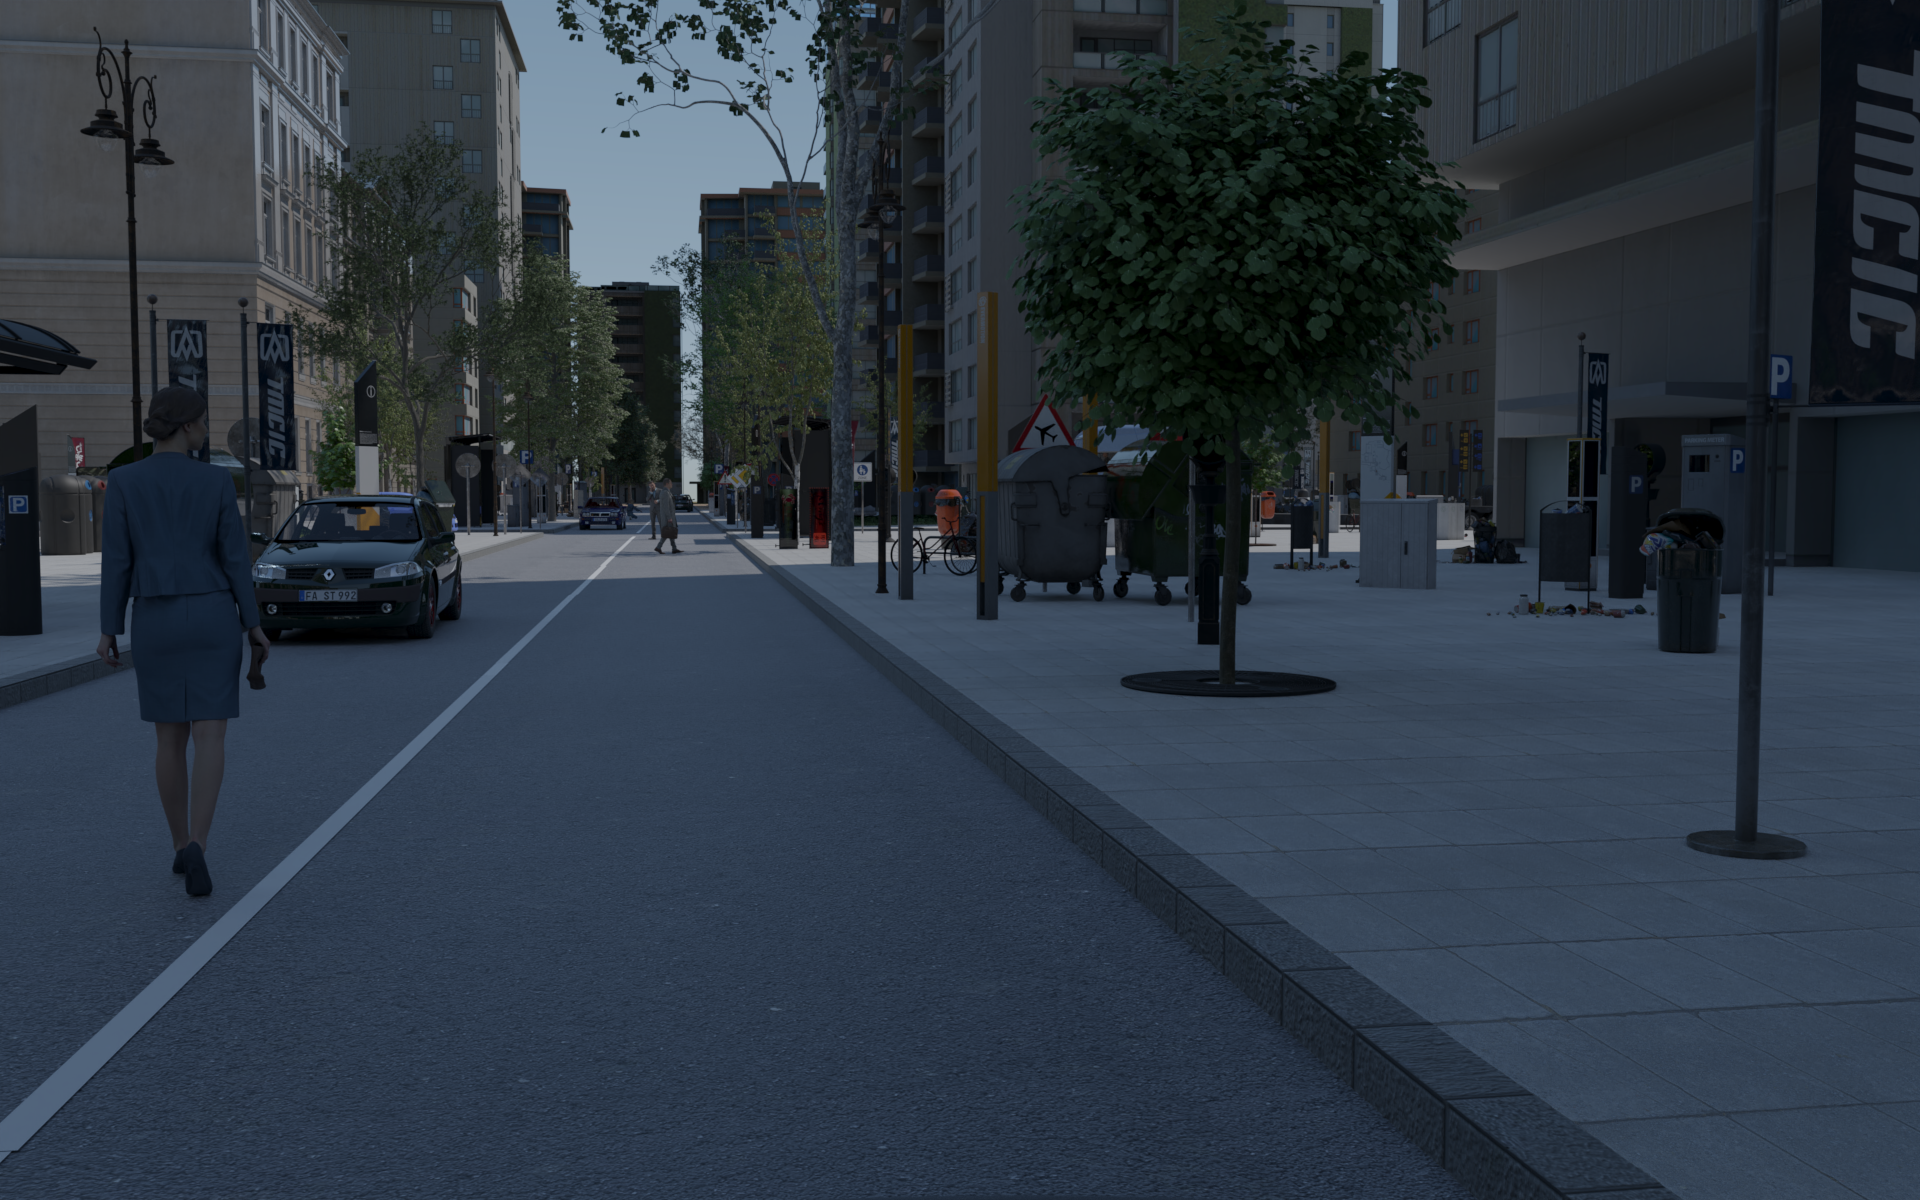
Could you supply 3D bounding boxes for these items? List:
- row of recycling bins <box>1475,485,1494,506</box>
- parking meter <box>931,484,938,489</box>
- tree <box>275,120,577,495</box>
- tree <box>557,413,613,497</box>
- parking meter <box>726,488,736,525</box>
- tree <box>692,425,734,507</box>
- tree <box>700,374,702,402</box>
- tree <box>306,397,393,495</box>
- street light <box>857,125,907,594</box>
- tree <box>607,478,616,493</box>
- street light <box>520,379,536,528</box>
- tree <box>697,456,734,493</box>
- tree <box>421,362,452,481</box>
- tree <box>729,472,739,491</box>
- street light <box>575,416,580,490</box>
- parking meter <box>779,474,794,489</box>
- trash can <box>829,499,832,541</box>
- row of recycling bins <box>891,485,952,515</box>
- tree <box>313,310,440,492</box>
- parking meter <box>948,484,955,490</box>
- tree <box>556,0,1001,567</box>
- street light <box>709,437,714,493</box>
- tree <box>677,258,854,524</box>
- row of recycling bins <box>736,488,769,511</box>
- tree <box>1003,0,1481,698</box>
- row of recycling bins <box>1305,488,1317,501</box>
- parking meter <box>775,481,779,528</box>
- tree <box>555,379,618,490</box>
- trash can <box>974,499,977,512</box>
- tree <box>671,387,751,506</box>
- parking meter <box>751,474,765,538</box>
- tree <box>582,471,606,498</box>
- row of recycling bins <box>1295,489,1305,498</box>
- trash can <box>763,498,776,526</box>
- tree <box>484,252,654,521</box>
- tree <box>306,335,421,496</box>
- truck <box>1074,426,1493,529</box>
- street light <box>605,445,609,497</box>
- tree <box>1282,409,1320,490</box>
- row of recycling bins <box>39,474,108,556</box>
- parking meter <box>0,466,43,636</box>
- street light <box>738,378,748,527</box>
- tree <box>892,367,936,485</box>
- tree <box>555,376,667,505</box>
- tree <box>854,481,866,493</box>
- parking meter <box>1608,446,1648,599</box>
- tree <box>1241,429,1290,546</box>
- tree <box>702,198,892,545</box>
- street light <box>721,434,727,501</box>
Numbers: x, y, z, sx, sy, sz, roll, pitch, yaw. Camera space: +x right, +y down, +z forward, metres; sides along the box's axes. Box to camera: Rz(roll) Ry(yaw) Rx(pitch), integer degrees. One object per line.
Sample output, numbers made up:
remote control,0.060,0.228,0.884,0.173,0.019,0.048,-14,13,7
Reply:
row of recycling bins,23.970,-4.315,77.657,1.069,1.692,3.534,0,4,-2
parking meter,-1.438,-5.608,97.401,0.255,1.863,0.399,-2,4,-32
tree,-13.099,-6.613,42.541,8.767,10.594,7.601,1,4,16
tree,-25.904,-10.402,120.438,4.737,8.622,4.395,0,3,0
parking meter,-9.587,-3.921,72.515,0.372,1.533,0.369,0,3,0
tree,-25.388,-13.797,175.948,4.360,8.622,3.978,0,3,0
tree,-11.123,-8.360,87.054,4.737,8.622,4.395,0,3,0
tree,-12.391,-2.442,34.535,1.663,3.219,1.824,0,3,0
street light,-1.008,-3.025,22.243,0.468,5.910,1.993,-1,4,-9
tree,-36.065,-11.369,180.485,1.663,3.219,1.824,0,3,0
street light,-16.048,-5.609,64.496,0.468,5.910,1.993,-1,4,-9
tree,-20.751,-10.114,149.076,4.285,4.588,4.351,0,3,0
tree,-28.566,-8.578,90.610,4.360,8.622,3.978,0,3,0
tree,-17.740,-8.428,132.394,1.663,3.219,1.824,0,3,0
street light,-21.855,-7.737,99.285,0.468,5.910,1.993,-1,4,-9
parking meter,-4.879,-2.671,49.374,0.399,1.863,0.255,-1,4,-13
trash can,-3.716,-2.197,47.582,0.748,1.137,0.748,0,3,0
row of recycling bins,-1.885,-4.485,80.440,3.534,1.692,1.069,-3,4,-36
tree,-21.843,-6.989,64.634,4.737,8.622,4.395,0,3,0
parking meter,-0.536,-5.903,102.218,0.255,1.863,0.399,-3,5,-44
tree,-1.461,-10.745,31.570,12.611,20.169,13.585,0,3,0
street light,-19.857,-10.131,138.421,0.468,5.910,1.993,-1,4,-9
tree,-8.464,-9.169,75.668,9.928,11.665,9.643,0,3,0
row of recycling bins,-14.645,-7.069,122.697,1.069,1.692,3.534,-3,4,-39
tree,1.755,-1.694,11.410,4.285,4.588,4.351,0,3,0
row of recycling bins,25.443,-6.758,117.601,3.534,1.692,1.069,2,4,35
parking meter,-6.797,-3.666,65.651,0.399,1.863,0.255,-1,4,-19
tree,-23.323,-9.533,106.229,4.360,8.622,3.978,0,3,0
trash can,0.795,-2.653,55.026,0.748,1.137,0.748,0,3,0
tree,-27.529,-17.250,192.402,12.009,13.543,11.850,0,3,0
parking meter,-5.878,-2.730,50.352,0.399,1.863,0.255,0,4,-4
tree,-28.026,-8.294,130.203,1.663,3.219,1.824,0,3,0
row of recycling bins,25.304,-7.795,134.565,3.534,1.692,1.069,1,4,12
trash can,-7.672,-3.524,69.278,0.748,1.137,0.748,0,3,0
tree,-19.046,-10.021,81.970,7.486,12.596,7.792,0,3,0
tree,-27.217,-7.852,78.743,4.360,8.622,3.978,0,3,0
truck,12.816,-4.635,65.549,18.799,4.110,2.967,-1,4,-11
street light,-27.403,-9.867,134.117,0.468,5.910,1.993,-1,4,-9
tree,17.218,-8.653,91.835,4.360,8.622,3.978,0,3,0
row of recycling bins,-19.151,-1.870,37.685,1.069,1.692,3.534,-1,4,-11
parking meter,-8.589,-0.450,15.772,0.372,1.533,0.369,0,3,0
street light,-8.451,-5.823,67.994,0.468,5.910,1.993,-1,4,-9
tree,-3.451,-8.537,89.936,4.737,8.622,4.395,0,3,0
tree,-32.553,-14.918,160.922,9.611,12.733,9.660,0,3,0
tree,-6.315,-6.588,102.307,1.663,3.219,1.824,0,3,0
parking meter,8.223,-0.954,21.313,0.399,1.863,0.255,-2,4,-23
tree,7.462,-2.950,42.830,1.663,3.219,1.824,0,3,0
tree,-4.202,-5.707,43.667,4.737,8.622,4.395,0,3,0
street light,-14.145,-8.002,103.617,0.468,5.910,1.993,-1,4,-9
